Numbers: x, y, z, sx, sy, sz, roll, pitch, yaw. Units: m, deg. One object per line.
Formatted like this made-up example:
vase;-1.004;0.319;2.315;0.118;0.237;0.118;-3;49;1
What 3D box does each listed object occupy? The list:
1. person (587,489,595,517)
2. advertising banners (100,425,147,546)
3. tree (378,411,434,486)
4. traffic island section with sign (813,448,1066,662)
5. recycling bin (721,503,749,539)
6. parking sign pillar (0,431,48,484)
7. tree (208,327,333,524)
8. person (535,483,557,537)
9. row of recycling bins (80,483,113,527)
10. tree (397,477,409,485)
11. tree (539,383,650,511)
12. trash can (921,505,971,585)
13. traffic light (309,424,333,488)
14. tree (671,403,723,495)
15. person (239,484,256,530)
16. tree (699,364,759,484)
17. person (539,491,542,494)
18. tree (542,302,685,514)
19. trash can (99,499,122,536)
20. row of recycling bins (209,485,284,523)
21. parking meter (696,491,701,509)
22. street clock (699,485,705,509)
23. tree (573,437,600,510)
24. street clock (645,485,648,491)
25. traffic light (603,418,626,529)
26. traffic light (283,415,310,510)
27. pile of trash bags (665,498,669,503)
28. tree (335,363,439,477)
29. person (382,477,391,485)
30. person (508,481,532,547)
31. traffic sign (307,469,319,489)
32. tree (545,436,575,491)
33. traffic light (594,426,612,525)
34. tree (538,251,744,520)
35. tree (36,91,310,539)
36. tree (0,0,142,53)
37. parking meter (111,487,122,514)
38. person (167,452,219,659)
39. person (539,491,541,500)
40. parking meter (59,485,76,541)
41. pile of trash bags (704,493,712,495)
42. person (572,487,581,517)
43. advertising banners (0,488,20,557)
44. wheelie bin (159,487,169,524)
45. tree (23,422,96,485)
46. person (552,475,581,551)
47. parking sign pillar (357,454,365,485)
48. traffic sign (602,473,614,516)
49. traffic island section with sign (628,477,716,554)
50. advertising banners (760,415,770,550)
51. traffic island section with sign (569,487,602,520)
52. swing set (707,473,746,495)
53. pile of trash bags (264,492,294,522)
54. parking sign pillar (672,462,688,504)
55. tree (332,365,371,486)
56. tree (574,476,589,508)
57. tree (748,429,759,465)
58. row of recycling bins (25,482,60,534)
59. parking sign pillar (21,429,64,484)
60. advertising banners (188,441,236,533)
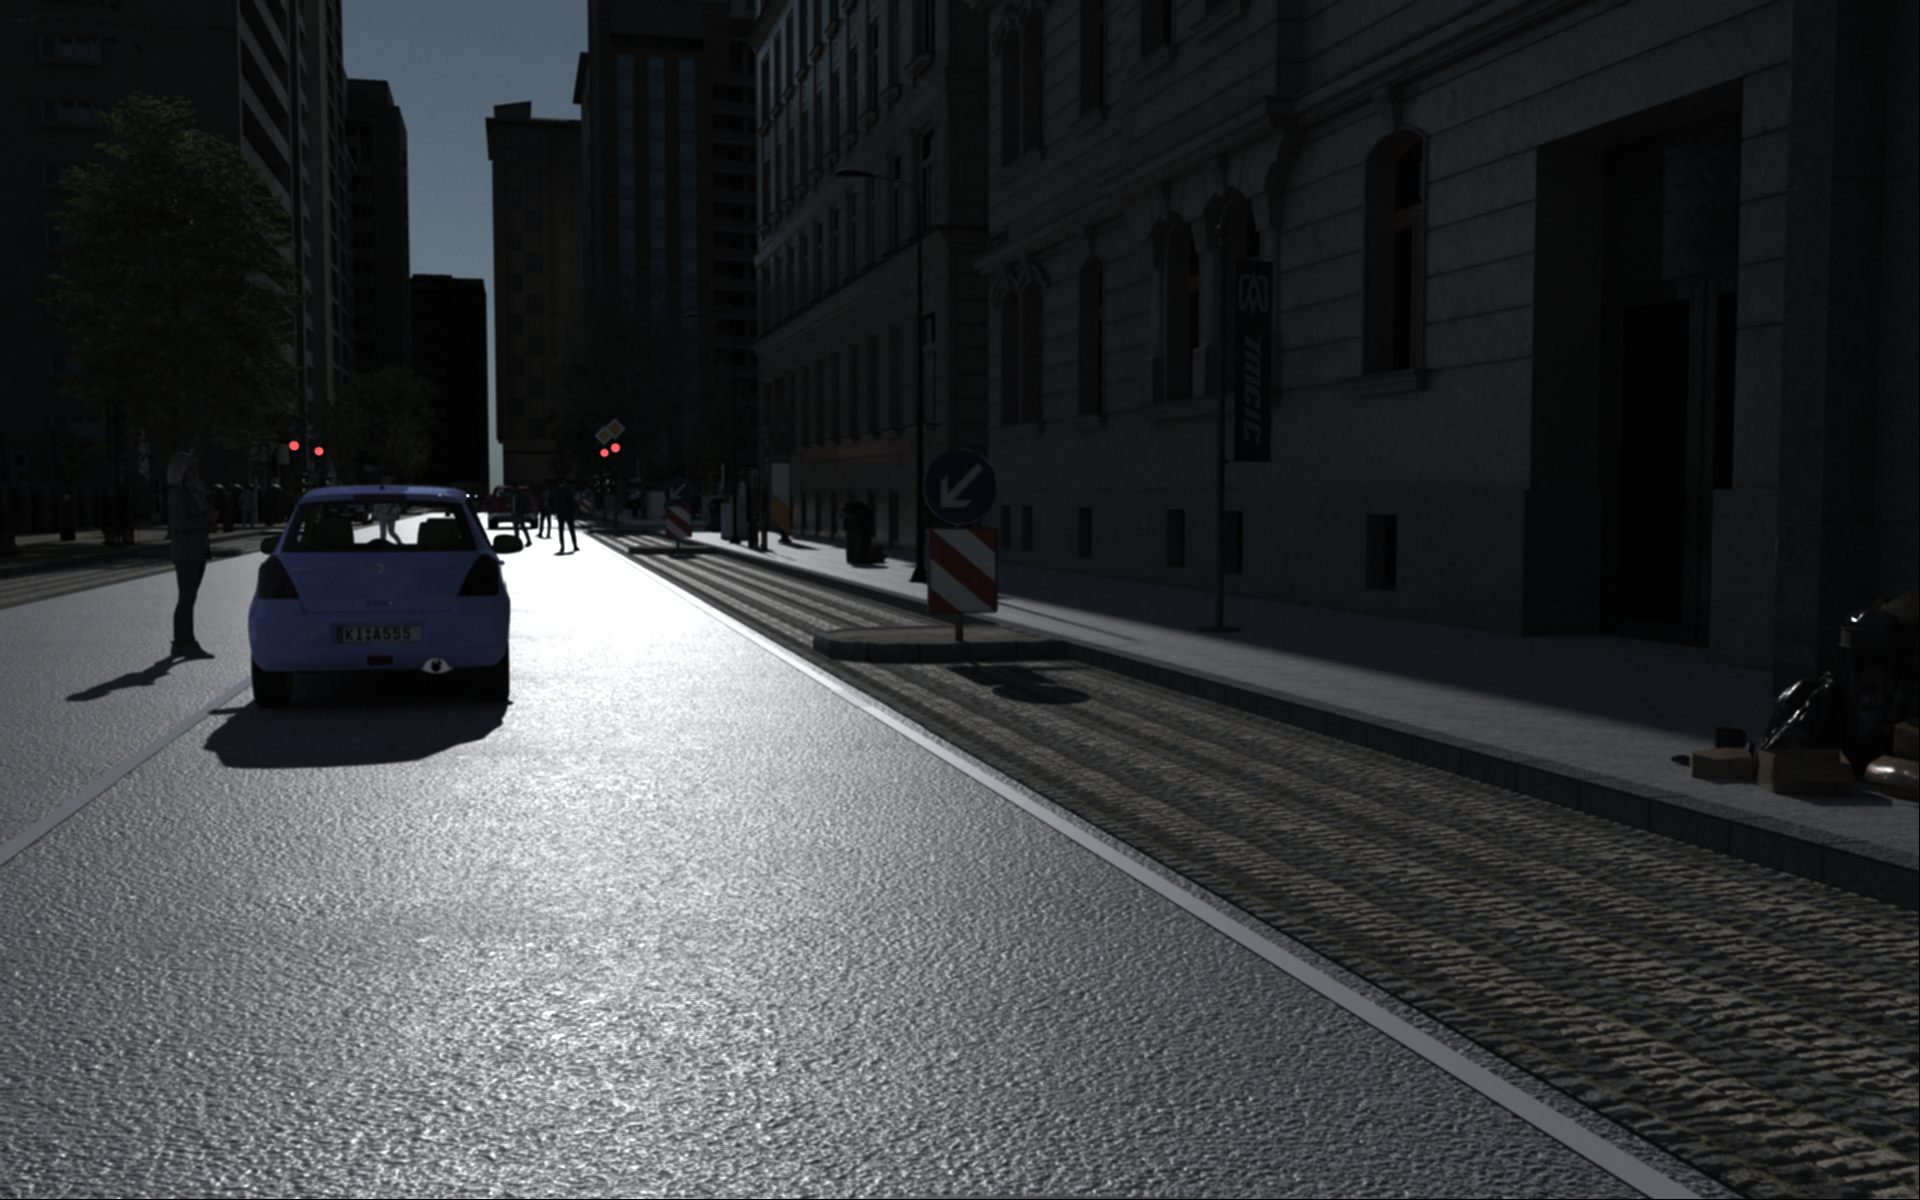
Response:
person;-20.925;-5.427;98.231;0.512;1.701;0.522;1;4;12
advertising banners;-21.051;-2.906;43.701;0.090;3.025;2.074;0;4;5
tree;-50.209;-12.680;157.686;4.360;8.622;3.978;0;3;0
traffic island section with sign;-0.283;-0.433;15.709;1.989;1.847;2.006;-1;4;-14
recycling bin;-6.339;-2.256;49.439;0.722;1.027;0.722;3;4;37
parking sign pillar;-40.437;-5.247;74.259;1.447;3.967;1.447;1;4;17
tree;-29.990;-7.544;73.704;4.737;8.622;4.395;0;3;0
person;-13.934;-3.034;58.292;0.721;1.800;0.419;1;4;9
row of recycling bins;-34.067;-3.694;67.517;1.069;1.692;3.534;0;4;2
tree;-55.891;-11.009;174.605;1.663;3.219;1.824;0;3;0
tree;-27.862;-12.162;133.269;8.767;10.594;7.601;-2;4;-23
trash can;-0.149;-0.715;23.339;0.748;1.137;0.748;0;3;0
traffic light;-25.450;-4.895;68.956;0.839;4.253;0.868;-1;4;-14
tree;-20.245;-11.328;135.574;4.737;8.622;4.395;0;3;0
person;-26.173;-3.355;63.632;0.678;1.792;0.850;0;4;-7
tree;-12.730;-9.015;97.761;4.360;8.622;3.978;0;3;0
person;-46.205;-11.163;191.035;1.348;1.821;0.705;0;4;-8
tree;-22.630;-12.671;113.831;9.857;13.997;8.962;0;3;0
trash can;-25.642;-2.493;52.419;0.748;1.137;0.748;0;3;0
row of recycling bins;-31.572;-4.246;76.540;3.534;1.692;1.069;0;4;8
parking meter;-22.313;-8.529;147.853;0.372;1.533;0.369;0;3;0
street clock;-21.419;-8.523;143.928;0.358;2.002;0.471;2;4;32
tree;-29.742;-11.607;140.144;4.737;8.622;4.395;0;3;0
street clock;-25.980;-8.470;143.047;0.358;2.002;0.471;2;4;31
traffic light;-12.751;-4.591;63.981;0.839;4.253;0.868;-1;4;-14
traffic light;-23.461;-4.422;61.221;0.839;4.253;0.868;-1;4;-14
pile of trash bags;-21.844;-7.110;125.999;1.912;1.369;3.447;-2;4;-29
tree;-45.118;-12.871;136.188;9.928;11.665;9.643;0;3;0
person;-13.453;-1.984;40.813;0.818;1.842;0.514;2;4;30
person;-12.054;-2.348;47.236;0.623;1.781;0.721;2;4;32
traffic sign;-31.496;-5.182;84.729;0.884;2.594;0.081;-1;4;-8
tree;-49.864;-16.283;216.595;4.360;8.622;3.978;0;3;0
traffic light;-14.739;-5.064;71.715;0.839;4.253;0.868;-1;4;-14
tree;-16.089;-10.837;87.555;12.009;13.543;11.850;0;3;0
tree;-22.565;-8.062;49.938;7.486;12.596;7.792;0;3;0
tree;-17.397;-10.338;24.912;12.611;20.169;13.585;0;3;0
parking meter;-28.293;-3.040;58.117;0.372;1.533;0.369;0;3;0
person;-6.740;-0.405;15.300;0.526;1.800;0.537;1;4;9
person;-43.636;-10.425;179.744;0.721;1.735;1.217;0;4;5
parking meter;-24.567;-2.400;47.651;0.372;1.533;0.369;0;3;0
pile of trash bags;-13.887;-5.821;104.925;3.447;1.369;1.912;0;4;3
person;-21.974;-5.534;99.075;0.850;1.850;0.679;2;4;27
advertising banners;-19.543;-2.346;34.543;0.090;3.025;2.074;0;4;8
wheelie bin;-34.103;-4.100;74.943;0.980;1.594;0.693;-2;4;-28
tree;-41.241;-5.852;79.387;4.285;4.588;4.351;0;3;0
person;-9.950;-2.192;43.695;0.648;1.900;0.474;0;4;5
parking sign pillar;-40.637;-7.890;117.470;1.447;3.967;1.447;-1;4;-22
traffic sign;-20.695;-6.250;102.188;0.884;2.594;0.081;-1;4;-12
traffic island section with sign;-6.984;-2.030;41.821;1.989;1.847;2.006;-1;4;-14
advertising banners;-4.456;-2.651;39.536;0.090;3.025;2.074;-1;4;-10
traffic island section with sign;-20.872;-5.334;95.838;1.989;1.847;2.006;-1;4;-14
swing set;-16.966;-7.969;127.905;3.119;2.851;2.862;-1;4;-21
pile of trash bags;-31.172;-4.299;80.037;1.912;1.369;3.447;-1;4;-14
parking sign pillar;-23.416;-9.569;144.927;1.447;3.967;1.447;2;4;24
tree;-34.988;-8.981;97.210;4.737;8.622;4.395;0;3;0
tree;-35.271;-10.140;160.383;1.663;3.219;1.824;0;3;0
tree;-14.759;-11.587;139.814;4.737;8.622;4.395;0;3;0
row of recycling bins;-30.606;-3.033;56.710;1.069;1.692;3.534;1;4;10
parking sign pillar;-37.843;-5.115;72.107;1.447;3.967;1.447;3;4;37
advertising banners;-24.915;-3.758;57.627;0.090;3.025;2.074;1;4;20
